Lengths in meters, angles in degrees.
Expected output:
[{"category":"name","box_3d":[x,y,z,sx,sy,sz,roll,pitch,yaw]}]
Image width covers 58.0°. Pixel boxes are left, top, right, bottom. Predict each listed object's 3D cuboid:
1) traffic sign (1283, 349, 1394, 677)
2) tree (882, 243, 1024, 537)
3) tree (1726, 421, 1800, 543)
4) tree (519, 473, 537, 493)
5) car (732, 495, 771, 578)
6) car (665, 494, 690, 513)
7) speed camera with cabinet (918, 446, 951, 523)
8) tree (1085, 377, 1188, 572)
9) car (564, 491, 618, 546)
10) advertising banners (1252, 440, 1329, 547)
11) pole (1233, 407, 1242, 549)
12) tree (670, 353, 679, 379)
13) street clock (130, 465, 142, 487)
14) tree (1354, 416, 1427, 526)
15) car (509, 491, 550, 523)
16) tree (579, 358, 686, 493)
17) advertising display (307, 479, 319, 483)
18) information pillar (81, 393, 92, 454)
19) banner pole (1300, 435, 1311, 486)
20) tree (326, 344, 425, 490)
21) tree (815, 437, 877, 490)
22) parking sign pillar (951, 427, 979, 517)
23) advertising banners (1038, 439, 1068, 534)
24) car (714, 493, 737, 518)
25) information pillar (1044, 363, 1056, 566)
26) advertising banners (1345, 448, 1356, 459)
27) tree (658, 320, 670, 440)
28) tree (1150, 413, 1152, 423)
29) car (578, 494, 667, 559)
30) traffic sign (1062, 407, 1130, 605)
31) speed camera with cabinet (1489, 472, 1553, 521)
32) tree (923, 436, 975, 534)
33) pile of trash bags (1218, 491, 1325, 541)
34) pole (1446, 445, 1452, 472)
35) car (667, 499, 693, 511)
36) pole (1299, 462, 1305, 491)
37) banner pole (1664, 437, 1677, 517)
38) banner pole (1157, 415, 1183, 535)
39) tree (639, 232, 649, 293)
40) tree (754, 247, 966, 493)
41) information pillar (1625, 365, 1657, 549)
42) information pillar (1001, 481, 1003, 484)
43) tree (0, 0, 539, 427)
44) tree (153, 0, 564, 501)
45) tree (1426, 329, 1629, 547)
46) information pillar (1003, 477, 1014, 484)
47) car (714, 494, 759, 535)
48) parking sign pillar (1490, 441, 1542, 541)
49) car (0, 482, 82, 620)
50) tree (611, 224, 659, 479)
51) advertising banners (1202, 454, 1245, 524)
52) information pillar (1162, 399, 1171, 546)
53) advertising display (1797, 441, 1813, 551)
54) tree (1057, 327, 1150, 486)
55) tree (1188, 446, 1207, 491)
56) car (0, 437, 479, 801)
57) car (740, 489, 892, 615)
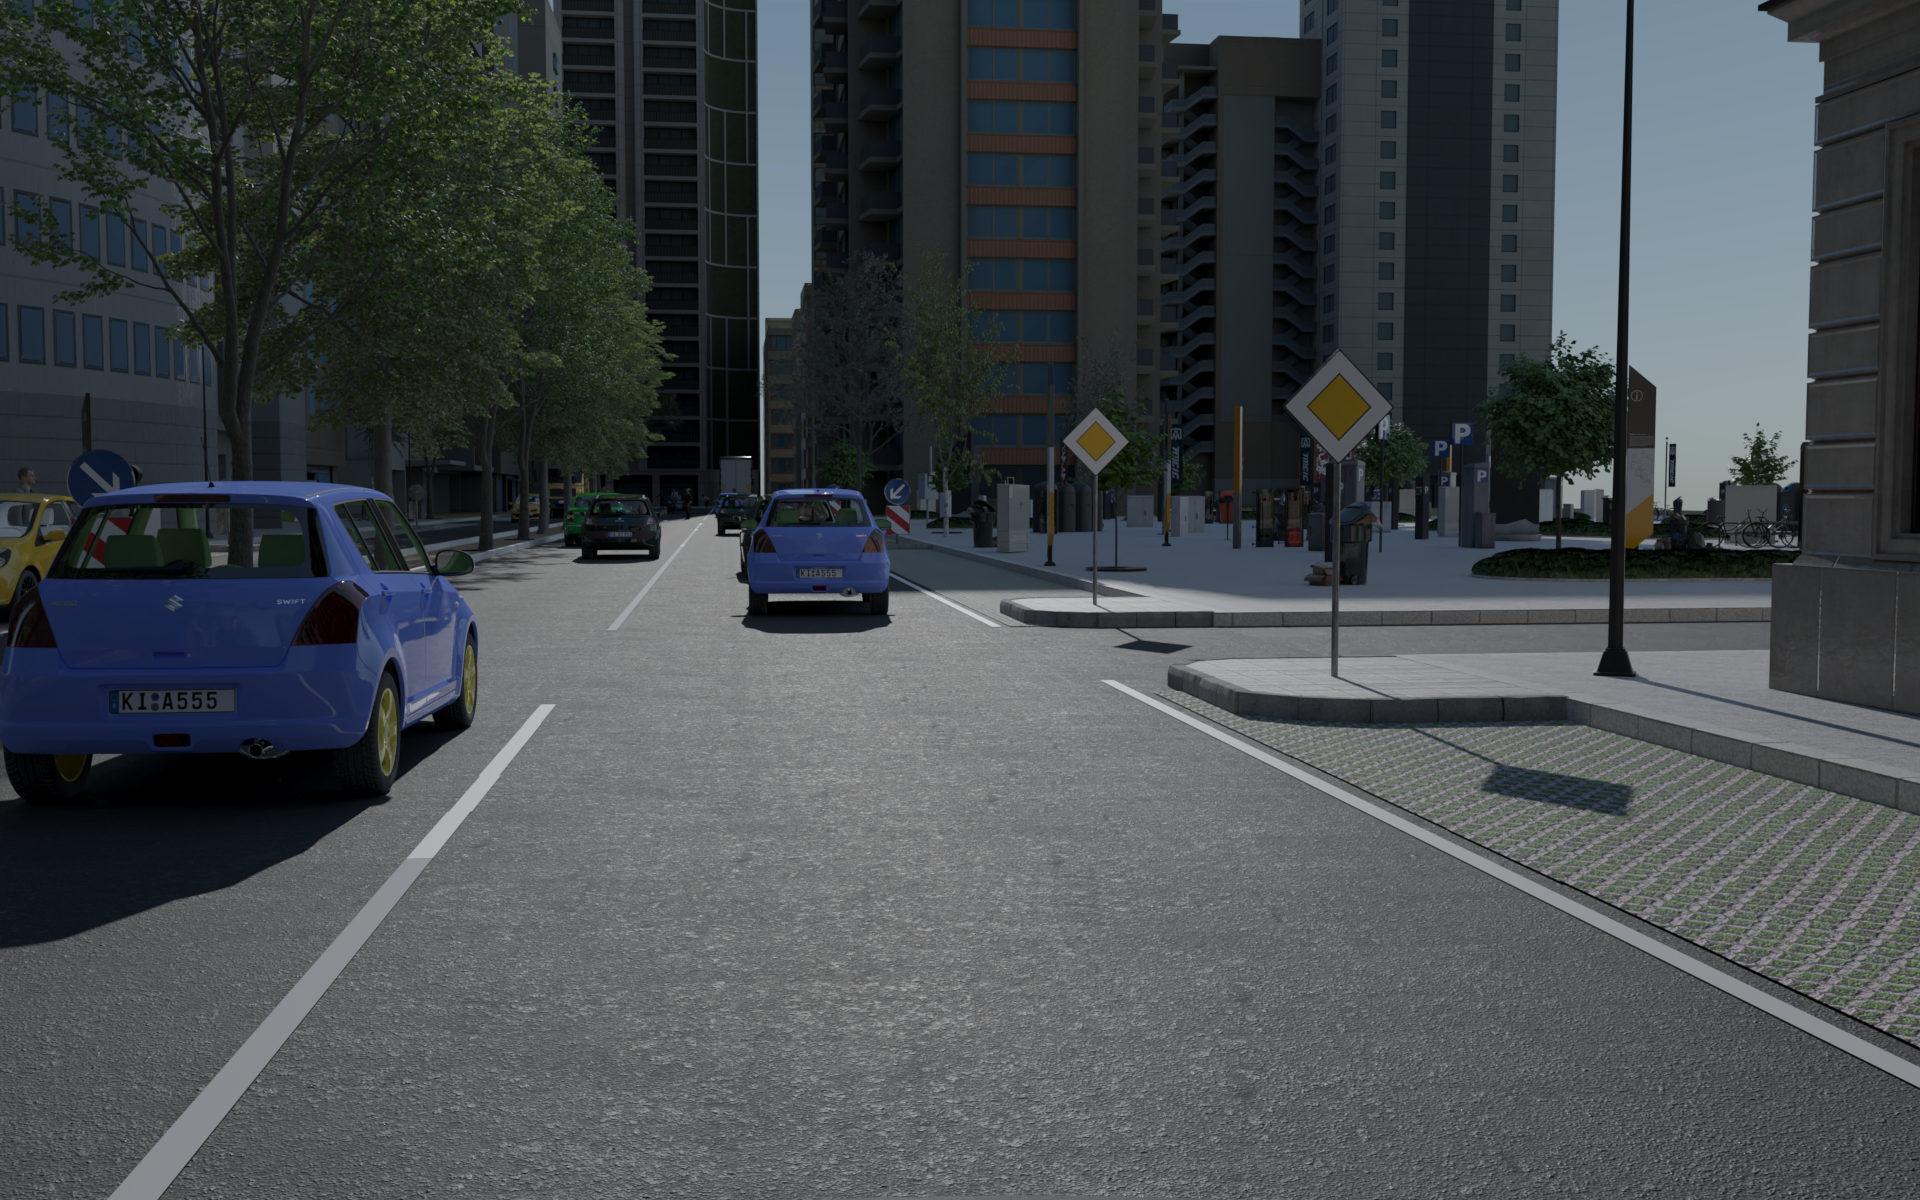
[{"category":"traffic sign","box_3d":[2.632,-0.519,12.124,0.795,2.450,0.064,0,4,-8]},{"category":"tree","box_3d":[-0.356,-6.141,50.765,4.737,8.622,4.395,0,3,0]},{"category":"tree","box_3d":[21.281,-3.160,46.263,1.663,3.219,1.824,0,3,0]},{"category":"tree","box_3d":[-34.488,-8.756,137.767,1.663,3.219,1.824,0,3,0]},{"category":"car","box_3d":[-3.037,-1.292,30.909,2.009,1.686,4.222,-1,4,-9]},{"category":"car","box_3d":[-21.275,-7.410,130.946,2.009,1.686,4.222,-1,4,-9]},{"category":"speed camera with cabinet","box_3d":[-0.748,-4.781,72.511,2.038,3.252,0.660,-2,4,-33]},{"category":"tree","box_3d":[2.577,-2.092,28.805,1.663,3.219,1.824,0,3,0]},{"category":"car","box_3d":[-10.203,-2.472,49.207,1.959,1.807,4.718,0,4,-7]},{"category":"advertising banners","box_3d":[8.053,-2.791,41.817,2.074,3.025,0.090,-1,4,-13]},{"category":"pole","box_3d":[6.482,-2.850,40.444,0.158,3.312,0.155,0,3,0]},{"category":"tree","box_3d":[-16.377,-9.548,76.700,7.486,12.596,7.792,0,3,0]},{"category":"street clock","box_3d":[-20.793,-2.380,43.489,0.471,2.002,0.358,0,4,-2]},{"category":"tree","box_3d":[17.454,-5.331,70.883,4.285,4.588,4.351,0,3,0]},{"category":"car","box_3d":[-21.537,-4.686,86.841,2.015,1.641,3.980,-1,4,-9]},{"category":"tree","box_3d":[-17.660,-9.060,85.004,8.767,10.594,7.601,0,4,-8]},{"category":"advertising display","box_3d":[-28.224,-4.292,75.394,0.974,1.923,0.123,2,4,34]},{"category":"information pillar","box_3d":[-20.242,-2.987,40.198,0.183,3.616,0.504,-3,5,-40]},{"category":"banner pole","box_3d":[12.939,-4.535,64.164,0.863,3.779,0.401,3,5,40]},{"category":"tree","box_3d":[-25.247,-7.629,75.094,4.360,8.622,3.978,0,3,0]},{"category":"tree","box_3d":[-6.298,-6.908,96.664,4.285,4.588,4.351,0,3,0]},{"category":"parking sign pillar","box_3d":[0.202,-4.996,70.155,1.447,3.967,1.447,-3,4,-38]},{"category":"advertising banners","box_3d":[2.986,-3.630,55.541,0.090,3.025,2.074,-1,4,-23]},{"category":"car","box_3d":[-14.235,-5.951,106.886,1.945,1.707,3.694,0,4,-6]},{"category":"information pillar","box_3d":[1.609,-2.411,30.778,0.183,3.616,0.504,0,4,-2]},{"category":"advertising banners","box_3d":[13.286,-4.068,62.694,2.074,3.025,0.090,0,4,5]},{"category":"tree","box_3d":[-15.807,-9.086,69.136,7.486,12.596,7.792,0,3,0]},{"category":"tree","box_3d":[8.098,-8.828,94.692,4.360,8.622,3.978,0,3,0]},{"category":"car","box_3d":[-7.715,-1.821,39.561,2.009,1.686,4.222,-1,4,-9]},{"category":"traffic sign","box_3d":[1.562,-1.003,20.037,0.795,2.450,0.064,0,4,-8]},{"category":"speed camera with cabinet","box_3d":[18.491,-3.843,57.175,2.038,3.252,0.660,0,4,-5]},{"category":"tree","box_3d":[-0.529,-3.777,56.363,1.663,3.219,1.824,0,3,0]},{"category":"pile of trash bags","box_3d":[8.861,-2.340,48.016,3.447,1.369,1.912,1,4,16]},{"category":"pole","box_3d":[20.305,-4.778,71.966,0.158,3.312,0.155,0,3,0]},{"category":"car","box_3d":[-23.046,-7.970,142.113,2.131,1.459,4.920,0,4,-6]},{"category":"pole","box_3d":[13.018,-4.408,65.915,0.158,3.312,0.155,0,3,0]},{"category":"banner pole","box_3d":[30.984,-5.237,75.639,0.401,3.779,0.863,-1,4,-16]},{"category":"banner pole","box_3d":[6.647,-3.951,54.611,0.863,3.779,0.401,2,4,24]},{"category":"tree","box_3d":[-11.690,-7.004,42.735,9.928,11.665,9.643,0,3,0]},{"category":"tree","box_3d":[-4.889,-10.697,85.263,12.009,13.543,11.850,0,3,0]},{"category":"information pillar","box_3d":[12.342,-2.452,31.446,0.504,3.616,0.183,1,4,12]},{"category":"information pillar","box_3d":[2.467,-5.512,94.619,0.304,2.012,0.304,-3,5,-42]},{"category":"tree","box_3d":[-9.347,-5.757,22.342,9.928,11.665,9.643,0,3,0]},{"category":"tree","box_3d":[-10.655,-6.790,31.606,7.486,12.596,7.792,0,3,0]},{"category":"tree","box_3d":[11.982,-3.115,34.649,4.285,4.588,4.351,0,3,0]},{"category":"information pillar","box_3d":[2.162,-4.317,75.078,0.304,2.012,0.304,-1,4,-12]},{"category":"car","box_3d":[-7.761,-3.175,61.706,2.009,1.686,4.222,0,4,-7]},{"category":"parking sign pillar","box_3d":[15.237,-3.612,47.536,1.447,3.967,1.447,1,4,16]},{"category":"car","box_3d":[-11.466,-0.637,20.635,2.015,1.641,3.980,0,4,-6]},{"category":"tree","box_3d":[-14.962,-8.625,61.610,7.486,12.596,7.792,0,3,0]},{"category":"advertising banners","box_3d":[11.383,-4.809,74.816,2.074,3.025,0.090,-1,4,-20]},{"category":"information pillar","box_3d":[5.093,-3.128,42.492,0.183,3.616,0.504,0,4,-2]},{"category":"advertising display","box_3d":[10.698,-0.997,21.514,0.974,1.923,0.123,-3,5,-39]},{"category":"tree","box_3d":[6.251,-7.737,76.870,4.360,8.622,3.978,0,3,0]},{"category":"tree","box_3d":[7.542,-3.958,59.317,1.663,3.219,1.824,0,3,0]},{"category":"car","box_3d":[-3.704,0.009,9.446,1.945,1.707,3.694,0,4,-7]},{"category":"car","box_3d":[-1.809,-0.749,21.841,1.945,1.707,3.694,0,4,-6]}]
